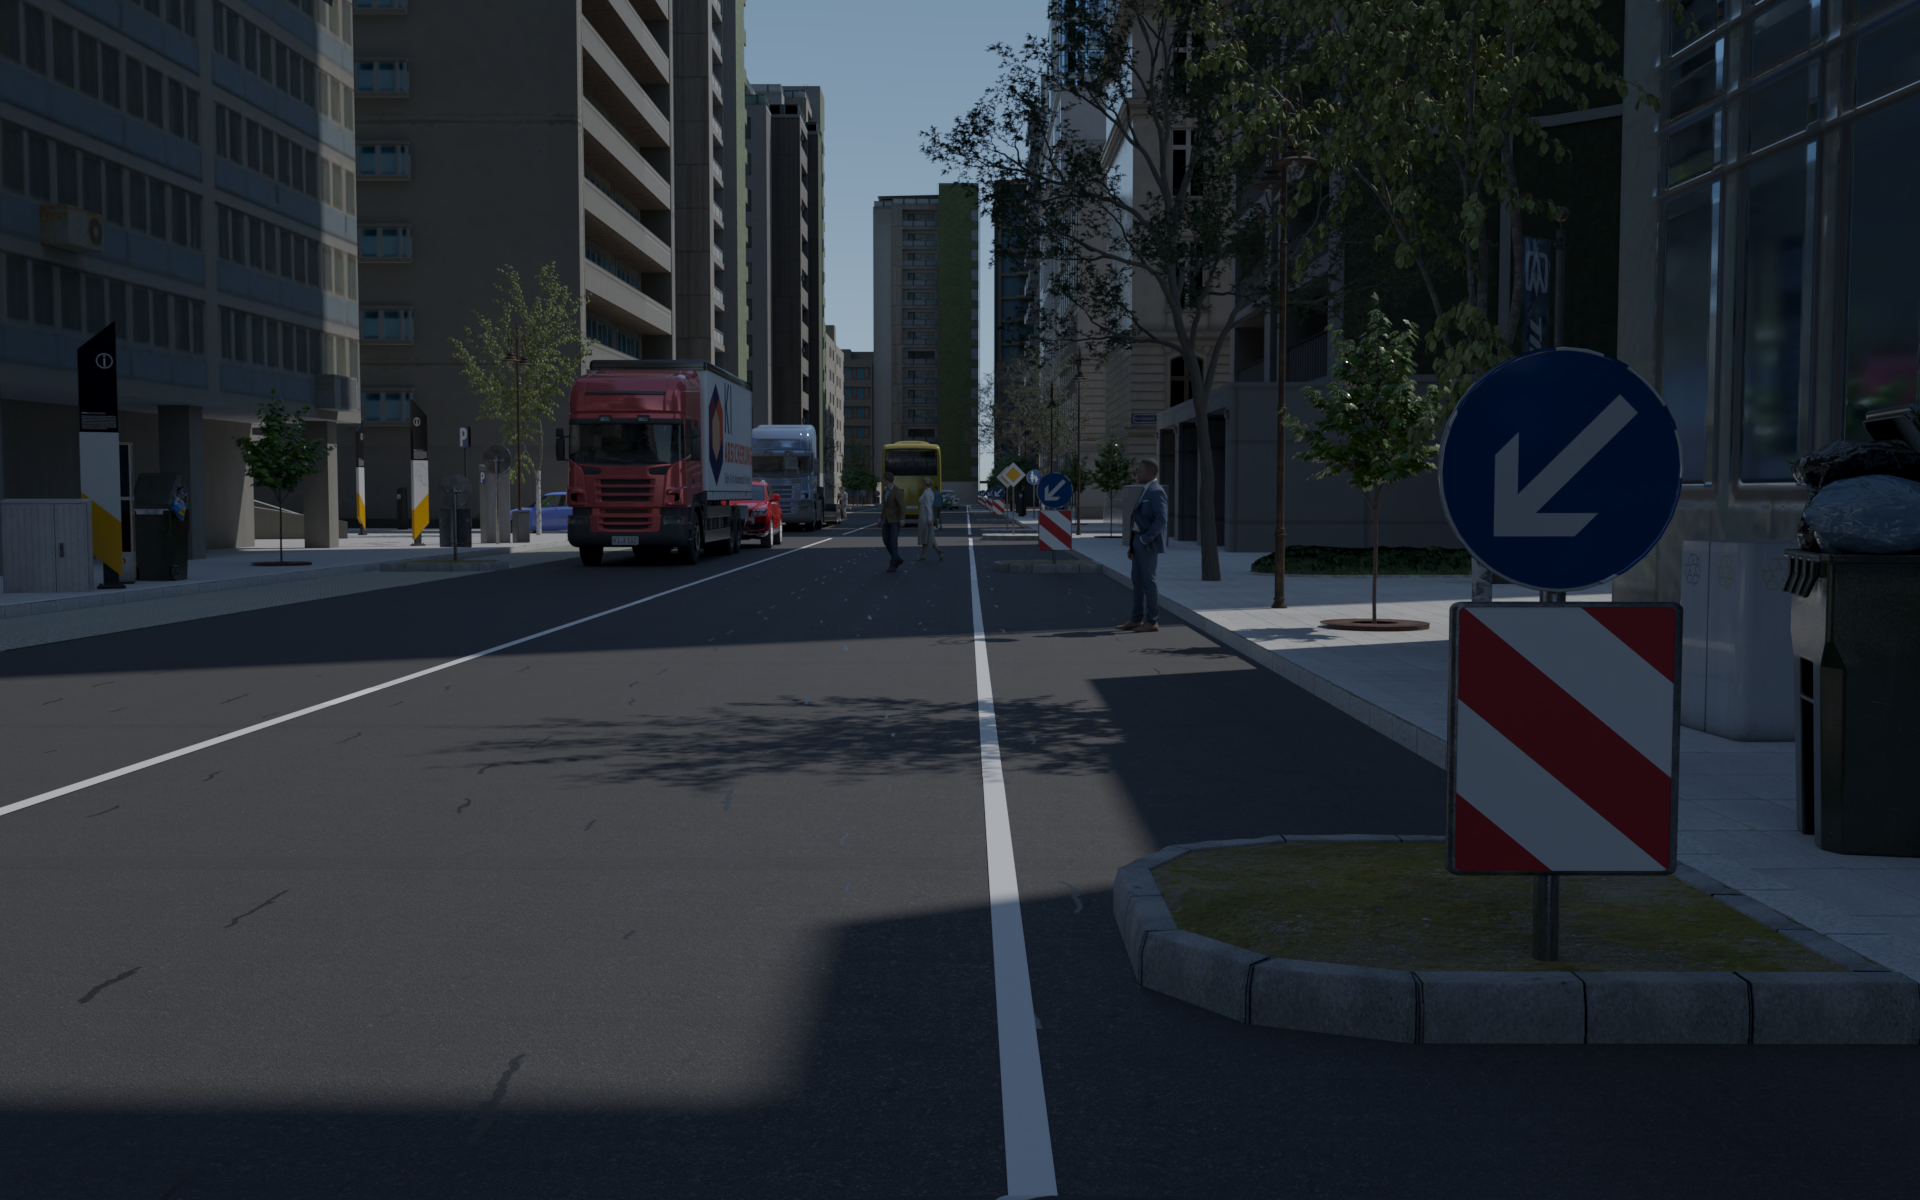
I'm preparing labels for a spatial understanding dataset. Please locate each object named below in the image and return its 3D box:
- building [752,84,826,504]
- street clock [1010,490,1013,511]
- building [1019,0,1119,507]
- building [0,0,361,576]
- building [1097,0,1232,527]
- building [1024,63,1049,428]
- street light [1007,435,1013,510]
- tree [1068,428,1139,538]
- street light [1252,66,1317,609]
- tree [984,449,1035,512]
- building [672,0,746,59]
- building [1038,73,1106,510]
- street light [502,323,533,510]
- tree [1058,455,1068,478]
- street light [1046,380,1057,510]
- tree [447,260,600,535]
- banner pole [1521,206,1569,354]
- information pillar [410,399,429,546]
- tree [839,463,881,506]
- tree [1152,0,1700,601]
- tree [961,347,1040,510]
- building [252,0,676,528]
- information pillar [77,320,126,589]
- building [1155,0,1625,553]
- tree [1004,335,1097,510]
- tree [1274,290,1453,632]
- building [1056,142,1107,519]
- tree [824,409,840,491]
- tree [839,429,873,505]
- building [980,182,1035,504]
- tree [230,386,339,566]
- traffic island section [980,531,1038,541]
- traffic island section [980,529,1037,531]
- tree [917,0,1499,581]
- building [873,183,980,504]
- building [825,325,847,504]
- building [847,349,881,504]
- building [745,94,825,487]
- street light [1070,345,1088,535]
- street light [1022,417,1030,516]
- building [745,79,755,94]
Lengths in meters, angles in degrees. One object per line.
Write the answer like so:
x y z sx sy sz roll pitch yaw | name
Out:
-20.669 -29.664 168.593 14.154 41.232 14.086 0 4 0 | building
3.926 -7.715 130.713 0.471 2.002 0.358 0 4 6 | street clock
17.182 -52.034 163.428 22.319 86.520 31.000 0 4 0 | building
-26.135 -20.966 34.671 23.993 40.220 32.217 0 4 0 | building
23.312 -15.340 69.889 34.723 24.649 14.460 0 4 0 | building
18.681 -35.239 195.773 23.786 49.044 30.456 0 4 0 | building
3.988 -10.020 136.617 0.468 5.910 1.993 0 4 0 | street light
4.309 -3.425 50.607 1.663 3.219 1.824 0 3 0 | tree
3.589 -2.844 19.295 0.468 5.910 1.993 0 4 0 | street light
3.856 -8.713 126.165 4.285 4.588 4.351 0 3 0 | tree
-20.882 -25.831 105.933 14.154 41.232 14.086 0 4 0 | building
11.658 -21.094 122.376 11.434 29.767 29.804 0 4 0 | building
-11.938 -4.529 46.841 0.468 5.910 1.993 0 4 0 | street light
4.810 -4.781 72.769 1.663 3.219 1.824 0 3 0 | tree
3.727 -5.975 70.474 0.468 5.910 1.993 0 4 0 | street light
-13.412 -6.334 53.931 4.737 8.622 4.395 0 3 0 | tree
5.062 -1.530 15.030 0.863 3.779 0.401 -3 5 -42 | banner pole
-13.361 -3.145 42.784 0.183 3.616 0.504 2 4 30 | information pillar
-11.371 -12.326 185.237 4.285 4.588 4.351 0 3 0 | tree
3.456 -3.774 12.070 4.737 8.622 4.395 0 3 0 | tree
5.118 -14.285 143.928 12.009 13.543 11.850 0 3 0 | tree
-24.652 -27.516 73.594 21.300 48.544 21.600 0 4 0 | building
-11.557 -1.954 23.295 0.504 3.616 0.183 -2 4 -32 | information pillar
16.138 -36.823 40.316 20.563 71.187 20.611 0 4 0 | building
4.134 -8.000 81.165 4.360 8.622 3.978 0 3 0 | tree
3.849 -1.343 16.567 1.663 3.219 1.824 0 3 0 | tree
10.710 -15.216 97.933 9.793 20.994 18.267 0 4 0 | building
-11.733 -11.687 141.441 4.360 8.622 3.978 0 3 0 | tree
-11.530 -14.935 194.548 4.737 8.622 4.395 0 3 0 | tree
17.083 -35.381 233.101 28.867 44.769 22.147 0 4 0 | building
-12.356 -2.240 31.225 1.663 3.219 1.824 0 3 0 | tree
1.698 -1.972 54.524 2.009 0.180 2.903 0 4 0 | traffic island section
1.725 -2.460 62.509 2.009 0.180 2.903 0 4 0 | traffic island section
3.705 -5.582 25.673 8.767 10.594 7.601 0 4 -6 | tree
-4.407 -33.418 229.976 14.086 41.232 14.154 0 4 0 | building
-28.760 -21.652 199.046 28.899 21.520 27.650 0 4 0 | building
-25.881 -23.911 235.979 28.899 21.520 27.650 0 4 0 | building
-17.675 -21.835 128.711 14.160 30.474 14.107 0 4 0 | building
3.696 -4.959 53.875 0.468 5.910 1.993 0 4 0 | street light
3.920 -7.997 103.546 0.468 5.910 1.993 0 4 0 | street light
-29.925 -27.972 149.223 32.217 40.220 23.993 0 4 0 | building
